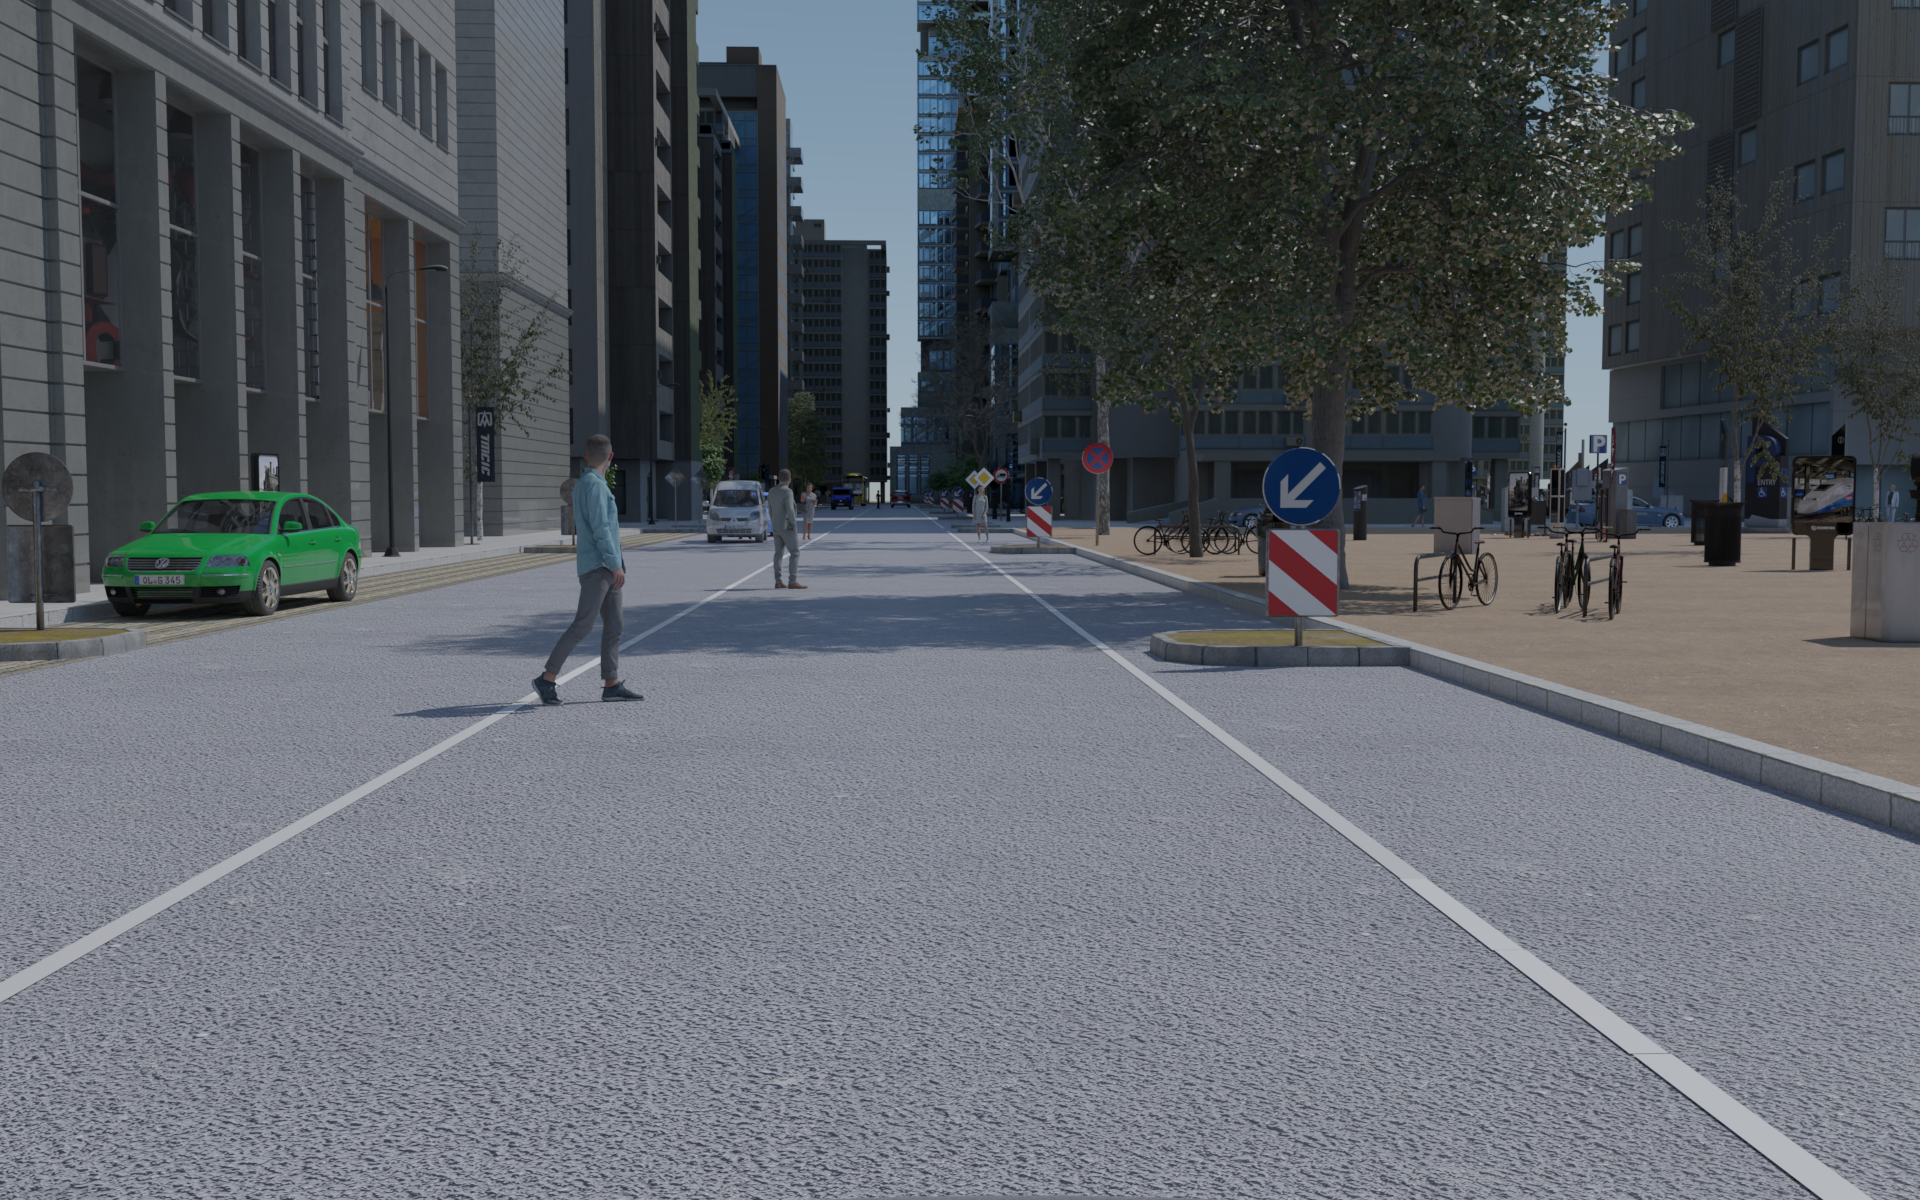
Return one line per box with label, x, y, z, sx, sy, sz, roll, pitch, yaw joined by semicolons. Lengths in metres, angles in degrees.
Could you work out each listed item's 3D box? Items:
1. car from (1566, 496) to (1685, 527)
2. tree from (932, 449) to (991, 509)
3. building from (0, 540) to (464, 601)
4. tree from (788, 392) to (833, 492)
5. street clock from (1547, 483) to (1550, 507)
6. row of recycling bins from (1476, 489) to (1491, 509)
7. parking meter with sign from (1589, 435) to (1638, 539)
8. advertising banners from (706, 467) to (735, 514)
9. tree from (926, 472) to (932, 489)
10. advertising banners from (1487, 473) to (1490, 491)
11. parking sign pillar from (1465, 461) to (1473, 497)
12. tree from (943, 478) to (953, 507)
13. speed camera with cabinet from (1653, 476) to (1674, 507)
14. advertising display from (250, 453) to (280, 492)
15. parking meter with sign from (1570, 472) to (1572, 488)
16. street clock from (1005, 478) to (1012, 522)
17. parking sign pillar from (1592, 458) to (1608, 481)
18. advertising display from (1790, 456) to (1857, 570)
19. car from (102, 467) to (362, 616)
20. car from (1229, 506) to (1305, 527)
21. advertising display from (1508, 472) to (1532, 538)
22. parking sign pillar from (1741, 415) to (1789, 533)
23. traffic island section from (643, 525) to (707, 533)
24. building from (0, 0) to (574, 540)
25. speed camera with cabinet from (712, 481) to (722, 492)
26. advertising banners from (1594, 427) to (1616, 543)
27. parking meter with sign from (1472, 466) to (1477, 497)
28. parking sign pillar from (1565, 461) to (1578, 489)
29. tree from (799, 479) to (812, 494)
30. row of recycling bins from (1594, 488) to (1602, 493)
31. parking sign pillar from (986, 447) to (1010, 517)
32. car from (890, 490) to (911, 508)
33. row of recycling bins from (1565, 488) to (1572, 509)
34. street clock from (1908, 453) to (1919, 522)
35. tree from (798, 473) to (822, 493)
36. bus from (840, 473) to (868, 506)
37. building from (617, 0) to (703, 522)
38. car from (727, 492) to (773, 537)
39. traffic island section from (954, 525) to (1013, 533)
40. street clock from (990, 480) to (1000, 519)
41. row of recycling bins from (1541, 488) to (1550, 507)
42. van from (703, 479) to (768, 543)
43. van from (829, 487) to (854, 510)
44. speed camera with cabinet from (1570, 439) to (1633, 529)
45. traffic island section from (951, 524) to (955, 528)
car;26.610;-3.499;69.210;4.499;1.417;2.014;0;4;-1
tree;1.264;-8.459;122.019;4.285;4.588;4.351;0;3;0
building;-17.076;-15.256;26.920;11.434;29.767;29.804;0;4;-2
tree;-17.789;-16.750;191.989;7.486;12.596;7.792;0;3;0
street clock;38.935;-6.709;114.262;0.358;2.002;0.471;3;4;39
row of recycling bins;37.435;-7.270;125.983;3.534;1.692;1.069;1;4;22
parking meter with sign;18.948;-3.295;50.131;0.543;3.016;1.738;-1;4;-15
advertising banners;-15.624;-7.145;113.010;2.074;3.025;0.090;1;4;17
tree;-2.685;-14.581;222.119;4.285;4.588;4.351;0;3;0
advertising banners;43.683;-9.077;144.589;2.074;3.025;0.090;-3;4;-38
parking sign pillar;28.776;-6.703;98.058;1.447;3.967;1.447;1;4;15
tree;-0.912;-10.970;173.966;1.663;3.219;1.824;0;3;0
speed camera with cabinet;36.690;-5.870;90.308;0.660;3.252;2.038;3;4;37
advertising display;-10.939;-1.352;27.318;0.123;1.923;0.974;0;4;-3
parking meter with sign;50.988;-9.024;143.804;1.738;3.016;0.543;-1;4;-21
street clock;2.247;-4.632;80.306;0.358;2.002;0.471;1;4;8
parking sign pillar;48.275;-8.693;130.599;1.447;3.967;1.447;-3;5;-42
advertising display;14.535;-1.466;29.178;0.974;1.923;0.123;1;4;17
car;-8.954;-0.783;21.604;1.959;1.807;4.718;0;4;-1
car;13.028;-3.509;69.374;4.499;1.417;2.014;0;4;-1
advertising display;16.388;-2.783;50.711;0.123;1.923;0.974;-1;4;-18
parking sign pillar;26.680;-4.208;57.280;1.447;3.967;1.447;-2;4;-28
traffic island section;-10.659;-2.603;64.837;2.009;0.180;2.903;0;4;-2
building;-28.761;-17.070;56.579;29.804;29.767;11.434;0;4;-2
speed camera with cabinet;-16.334;-7.789;121.680;2.038;3.252;0.660;-2;4;-27
advertising banners;17.166;-3.047;46.011;0.090;3.025;2.074;1;4;10
parking meter with sign;31.586;-6.770;106.953;0.543;3.016;1.738;1;4;17
parking sign pillar;49.817;-9.334;141.087;1.447;3.967;1.447;-2;4;-32
tree;-17.796;-12.451;198.173;1.663;3.219;1.824;0;3;0
row of recycling bins;40.247;-6.098;106.818;3.534;1.692;1.069;2;4;25
parking sign pillar;1.977;-6.782;99.352;1.447;3.967;1.447;0;4;1
car;-6.180;-10.478;179.991;2.281;1.827;5.304;0;4;-2
row of recycling bins;41.017;-6.652;115.868;1.069;1.692;3.534;2;4;25
street clock;17.033;-1.602;30.767;0.358;2.002;0.471;3;5;40
tree;-19.448;-14.778;225.339;4.285;4.588;4.351;0;3;0
bus;-12.368;-13.017;204.370;2.896;3.916;12.252;0;4;-1
building;-19.840;-18.858;80.034;14.160;30.474;14.107;0;4;-2
car;-6.984;-3.036;59.227;1.945;1.707;3.694;0;4;0
traffic island section;0.925;-2.628;65.249;2.009;0.180;2.903;0;4;-2
street clock;1.762;-5.103;88.004;0.471;2.002;0.358;2;4;32
row of recycling bins;42.269;-7.311;126.647;3.534;1.692;1.069;-3;5;-44
van;-6.681;-2.758;52.099;2.013;2.044;4.112;0;4;-4
van;-10.739;-9.401;158.090;2.240;2.365;5.245;0;4;-1
speed camera with cabinet;23.222;-4.177;62.632;2.038;3.252;0.660;1;4;17
traffic island section;0.636;-3.116;73.229;2.009;0.180;2.903;0;4;-2
